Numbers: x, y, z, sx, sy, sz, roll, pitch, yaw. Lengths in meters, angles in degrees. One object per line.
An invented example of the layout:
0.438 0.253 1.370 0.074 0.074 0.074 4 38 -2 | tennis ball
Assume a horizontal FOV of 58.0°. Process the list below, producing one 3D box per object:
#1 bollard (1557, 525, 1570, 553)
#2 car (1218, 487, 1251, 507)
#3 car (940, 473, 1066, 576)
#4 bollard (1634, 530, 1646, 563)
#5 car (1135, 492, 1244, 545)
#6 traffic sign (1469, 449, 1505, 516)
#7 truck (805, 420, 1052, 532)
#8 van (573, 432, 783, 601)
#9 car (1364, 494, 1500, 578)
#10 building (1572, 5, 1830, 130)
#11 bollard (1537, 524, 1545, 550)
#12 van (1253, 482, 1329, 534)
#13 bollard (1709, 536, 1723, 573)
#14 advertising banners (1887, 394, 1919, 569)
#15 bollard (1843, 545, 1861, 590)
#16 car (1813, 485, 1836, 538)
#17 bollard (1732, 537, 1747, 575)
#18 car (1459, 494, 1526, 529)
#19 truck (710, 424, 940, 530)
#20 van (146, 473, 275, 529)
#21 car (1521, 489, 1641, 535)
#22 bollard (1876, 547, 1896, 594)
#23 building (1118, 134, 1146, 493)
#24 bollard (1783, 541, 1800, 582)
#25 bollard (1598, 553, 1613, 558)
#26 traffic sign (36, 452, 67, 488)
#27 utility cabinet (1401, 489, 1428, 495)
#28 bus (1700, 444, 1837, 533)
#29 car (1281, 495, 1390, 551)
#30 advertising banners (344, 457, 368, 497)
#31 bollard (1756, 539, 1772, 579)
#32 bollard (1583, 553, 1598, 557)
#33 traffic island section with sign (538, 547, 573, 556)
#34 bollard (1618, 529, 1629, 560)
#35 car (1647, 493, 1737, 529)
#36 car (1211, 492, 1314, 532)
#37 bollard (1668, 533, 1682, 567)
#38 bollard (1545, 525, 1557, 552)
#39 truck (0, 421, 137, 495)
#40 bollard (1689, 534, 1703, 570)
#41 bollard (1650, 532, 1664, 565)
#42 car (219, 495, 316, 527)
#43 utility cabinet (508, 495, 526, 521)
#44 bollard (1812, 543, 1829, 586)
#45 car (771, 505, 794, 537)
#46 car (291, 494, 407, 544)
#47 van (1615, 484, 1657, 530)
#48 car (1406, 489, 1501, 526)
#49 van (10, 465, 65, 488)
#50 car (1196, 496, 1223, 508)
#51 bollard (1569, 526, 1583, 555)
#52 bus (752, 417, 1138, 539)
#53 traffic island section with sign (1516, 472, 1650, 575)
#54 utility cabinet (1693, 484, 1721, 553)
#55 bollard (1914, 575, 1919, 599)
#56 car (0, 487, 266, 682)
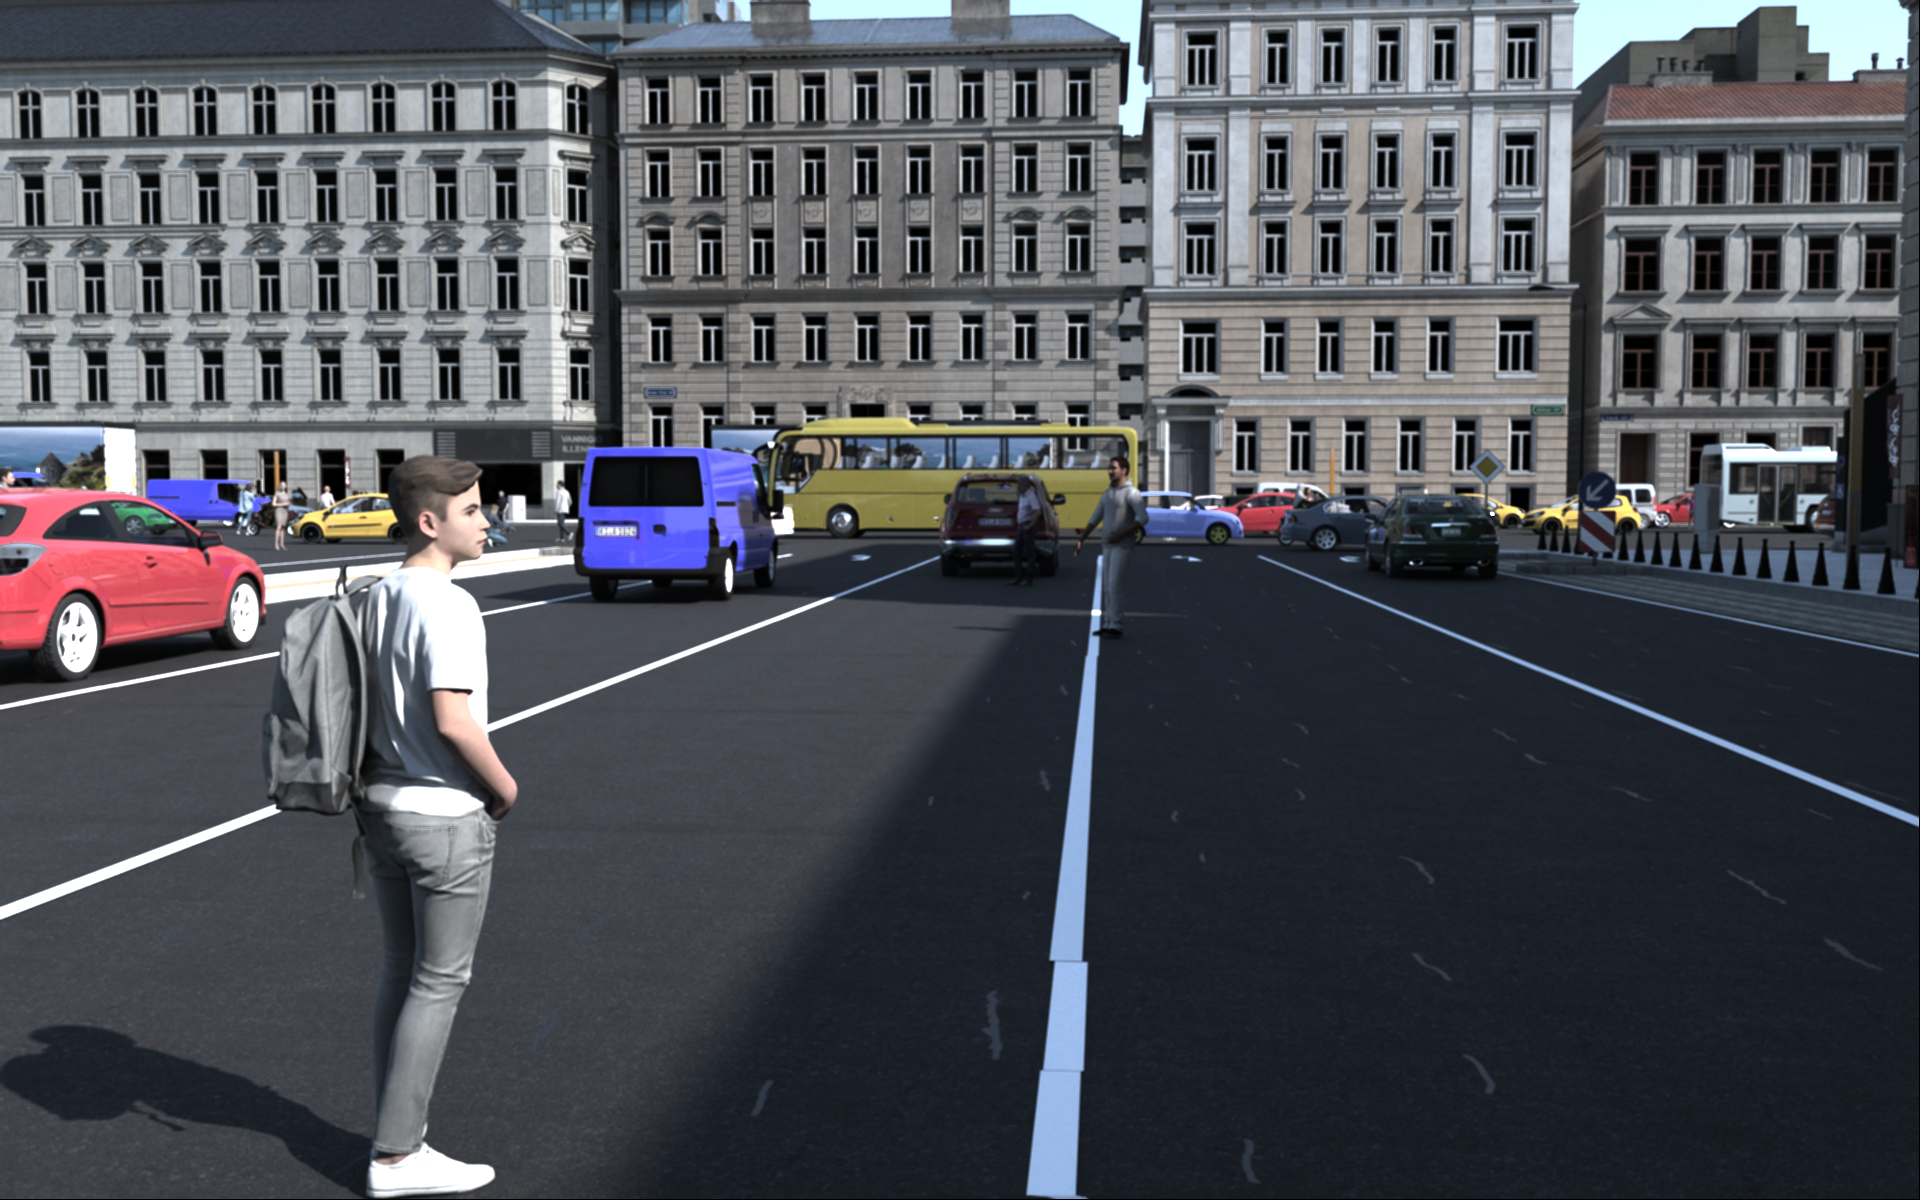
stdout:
13.194 -1.323 37.673 0.229 0.601 0.229 0 3 0 | bollard
10.687 -3.022 59.200 4.222 1.686 2.009 0 4 5 | car
0.790 -1.420 31.882 2.281 1.827 5.304 0 4 4 | car
12.760 -1.007 32.508 0.229 0.601 0.229 0 3 0 | bollard
6.198 -2.425 49.235 3.694 1.707 1.945 0 4 5 | car
11.789 -2.151 38.819 0.795 2.450 0.064 0 4 5 | traffic sign
-2.087 -4.768 66.865 11.283 4.237 2.839 0 4 4 | truck
-3.917 -1.258 24.952 2.240 2.365 5.245 0 4 3 | van
8.382 -1.173 30.975 2.131 1.459 4.920 0 4 6 | car
76.093 -33.906 178.065 21.600 48.544 21.300 0 4 5 | building
13.366 -1.450 39.743 0.229 0.601 0.229 0 3 0 | bollard
12.525 -3.383 62.323 4.112 2.044 2.013 0 4 4 | van
12.417 -0.756 28.406 0.229 0.601 0.229 0 3 0 | bollard
16.364 -2.048 29.669 0.090 3.025 2.074 0 4 2 | advertising banners
11.984 -0.442 23.261 0.229 0.601 0.229 0 3 0 | bollard
24.617 -2.160 43.995 5.304 1.827 2.281 0 4 4 | car
12.328 -0.693 27.379 0.229 0.601 0.229 0 3 0 | bollard
21.657 -3.794 72.263 3.980 1.641 2.015 0 4 5 | car
-4.357 -4.990 70.499 11.283 4.237 2.839 0 4 5 | truck
-31.165 -4.162 72.429 5.245 2.365 2.240 0 4 5 | van
21.997 -3.134 61.467 3.980 1.641 2.015 0 4 3 | car
11.897 -0.378 22.224 0.229 0.601 0.229 0 3 0 | bollard
17.068 -40.632 253.567 27.495 52.752 28.713 0 4 5 | building
12.160 -0.567 25.318 0.229 0.601 0.229 0 3 0 | bollard
12.937 -1.133 34.572 0.229 0.601 0.229 0 3 0 | bollard
-21.836 -2.325 41.648 0.795 2.450 0.064 0 4 5 | traffic sign
20.504 -4.252 78.192 1.173 1.500 0.318 3 5 44 | utility cabinet
34.447 -4.207 63.640 13.247 3.499 2.948 0 4 5 | bus
10.442 -1.956 43.990 4.499 1.417 2.014 0 4 4 | car
-28.707 -5.266 82.281 0.090 3.025 2.074 1 4 10 | advertising banners
12.245 -0.631 26.356 0.229 0.601 0.229 0 3 0 | bollard
13.018 -1.196 35.603 0.229 0.601 0.229 0 3 0 | bollard
-8.672 -2.001 40.845 2.006 1.907 1.989 0 4 5 | traffic island section with sign
12.847 -1.070 33.531 0.229 0.601 0.229 0 3 0 | bollard
30.573 -3.900 72.798 4.494 1.783 2.155 0 4 4 | car
9.789 -2.934 57.008 4.494 1.783 2.155 0 4 3 | car
12.588 -0.882 30.459 0.229 0.601 0.229 0 3 0 | bollard
13.280 -1.386 38.707 0.229 0.601 0.229 0 3 0 | bollard
-38.410 -4.840 68.040 11.283 4.237 2.839 0 4 3 | truck
12.502 -0.819 29.429 0.229 0.601 0.229 0 3 0 | bollard
12.675 -0.945 31.485 0.229 0.601 0.229 0 3 0 | bollard
-30.712 -3.949 76.572 4.499 1.417 2.014 0 4 4 | car
-20.863 -4.307 81.578 0.306 1.237 1.020 1 4 21 | utility cabinet
12.070 -0.504 24.284 0.229 0.601 0.229 0 3 0 | bollard
-7.170 -2.280 49.641 4.827 1.381 2.083 0 4 6 | car
-17.375 -2.455 50.356 3.980 1.641 2.015 0 4 3 | car
25.947 -3.856 70.057 4.112 2.044 2.013 0 4 6 | van
19.311 -3.615 68.884 4.222 1.686 2.009 0 4 3 | car
-26.541 -2.641 47.569 5.245 2.365 2.240 0 4 6 | van
10.175 -3.718 73.150 4.827 1.381 2.083 0 4 4 | car
13.105 -1.260 36.650 0.229 0.601 0.229 0 3 0 | bollard
-0.416 -3.945 56.047 12.252 3.916 2.896 0 4 5 | bus
11.197 -1.389 31.346 1.989 1.847 2.006 0 4 5 | traffic island section with sign
16.271 -1.775 37.707 0.318 1.500 1.173 2 4 35 | utility cabinet
11.812 -0.316 21.201 0.229 0.601 0.229 0 3 0 | bollard
-7.552 -0.348 14.727 2.155 1.783 4.494 0 4 3 | car
